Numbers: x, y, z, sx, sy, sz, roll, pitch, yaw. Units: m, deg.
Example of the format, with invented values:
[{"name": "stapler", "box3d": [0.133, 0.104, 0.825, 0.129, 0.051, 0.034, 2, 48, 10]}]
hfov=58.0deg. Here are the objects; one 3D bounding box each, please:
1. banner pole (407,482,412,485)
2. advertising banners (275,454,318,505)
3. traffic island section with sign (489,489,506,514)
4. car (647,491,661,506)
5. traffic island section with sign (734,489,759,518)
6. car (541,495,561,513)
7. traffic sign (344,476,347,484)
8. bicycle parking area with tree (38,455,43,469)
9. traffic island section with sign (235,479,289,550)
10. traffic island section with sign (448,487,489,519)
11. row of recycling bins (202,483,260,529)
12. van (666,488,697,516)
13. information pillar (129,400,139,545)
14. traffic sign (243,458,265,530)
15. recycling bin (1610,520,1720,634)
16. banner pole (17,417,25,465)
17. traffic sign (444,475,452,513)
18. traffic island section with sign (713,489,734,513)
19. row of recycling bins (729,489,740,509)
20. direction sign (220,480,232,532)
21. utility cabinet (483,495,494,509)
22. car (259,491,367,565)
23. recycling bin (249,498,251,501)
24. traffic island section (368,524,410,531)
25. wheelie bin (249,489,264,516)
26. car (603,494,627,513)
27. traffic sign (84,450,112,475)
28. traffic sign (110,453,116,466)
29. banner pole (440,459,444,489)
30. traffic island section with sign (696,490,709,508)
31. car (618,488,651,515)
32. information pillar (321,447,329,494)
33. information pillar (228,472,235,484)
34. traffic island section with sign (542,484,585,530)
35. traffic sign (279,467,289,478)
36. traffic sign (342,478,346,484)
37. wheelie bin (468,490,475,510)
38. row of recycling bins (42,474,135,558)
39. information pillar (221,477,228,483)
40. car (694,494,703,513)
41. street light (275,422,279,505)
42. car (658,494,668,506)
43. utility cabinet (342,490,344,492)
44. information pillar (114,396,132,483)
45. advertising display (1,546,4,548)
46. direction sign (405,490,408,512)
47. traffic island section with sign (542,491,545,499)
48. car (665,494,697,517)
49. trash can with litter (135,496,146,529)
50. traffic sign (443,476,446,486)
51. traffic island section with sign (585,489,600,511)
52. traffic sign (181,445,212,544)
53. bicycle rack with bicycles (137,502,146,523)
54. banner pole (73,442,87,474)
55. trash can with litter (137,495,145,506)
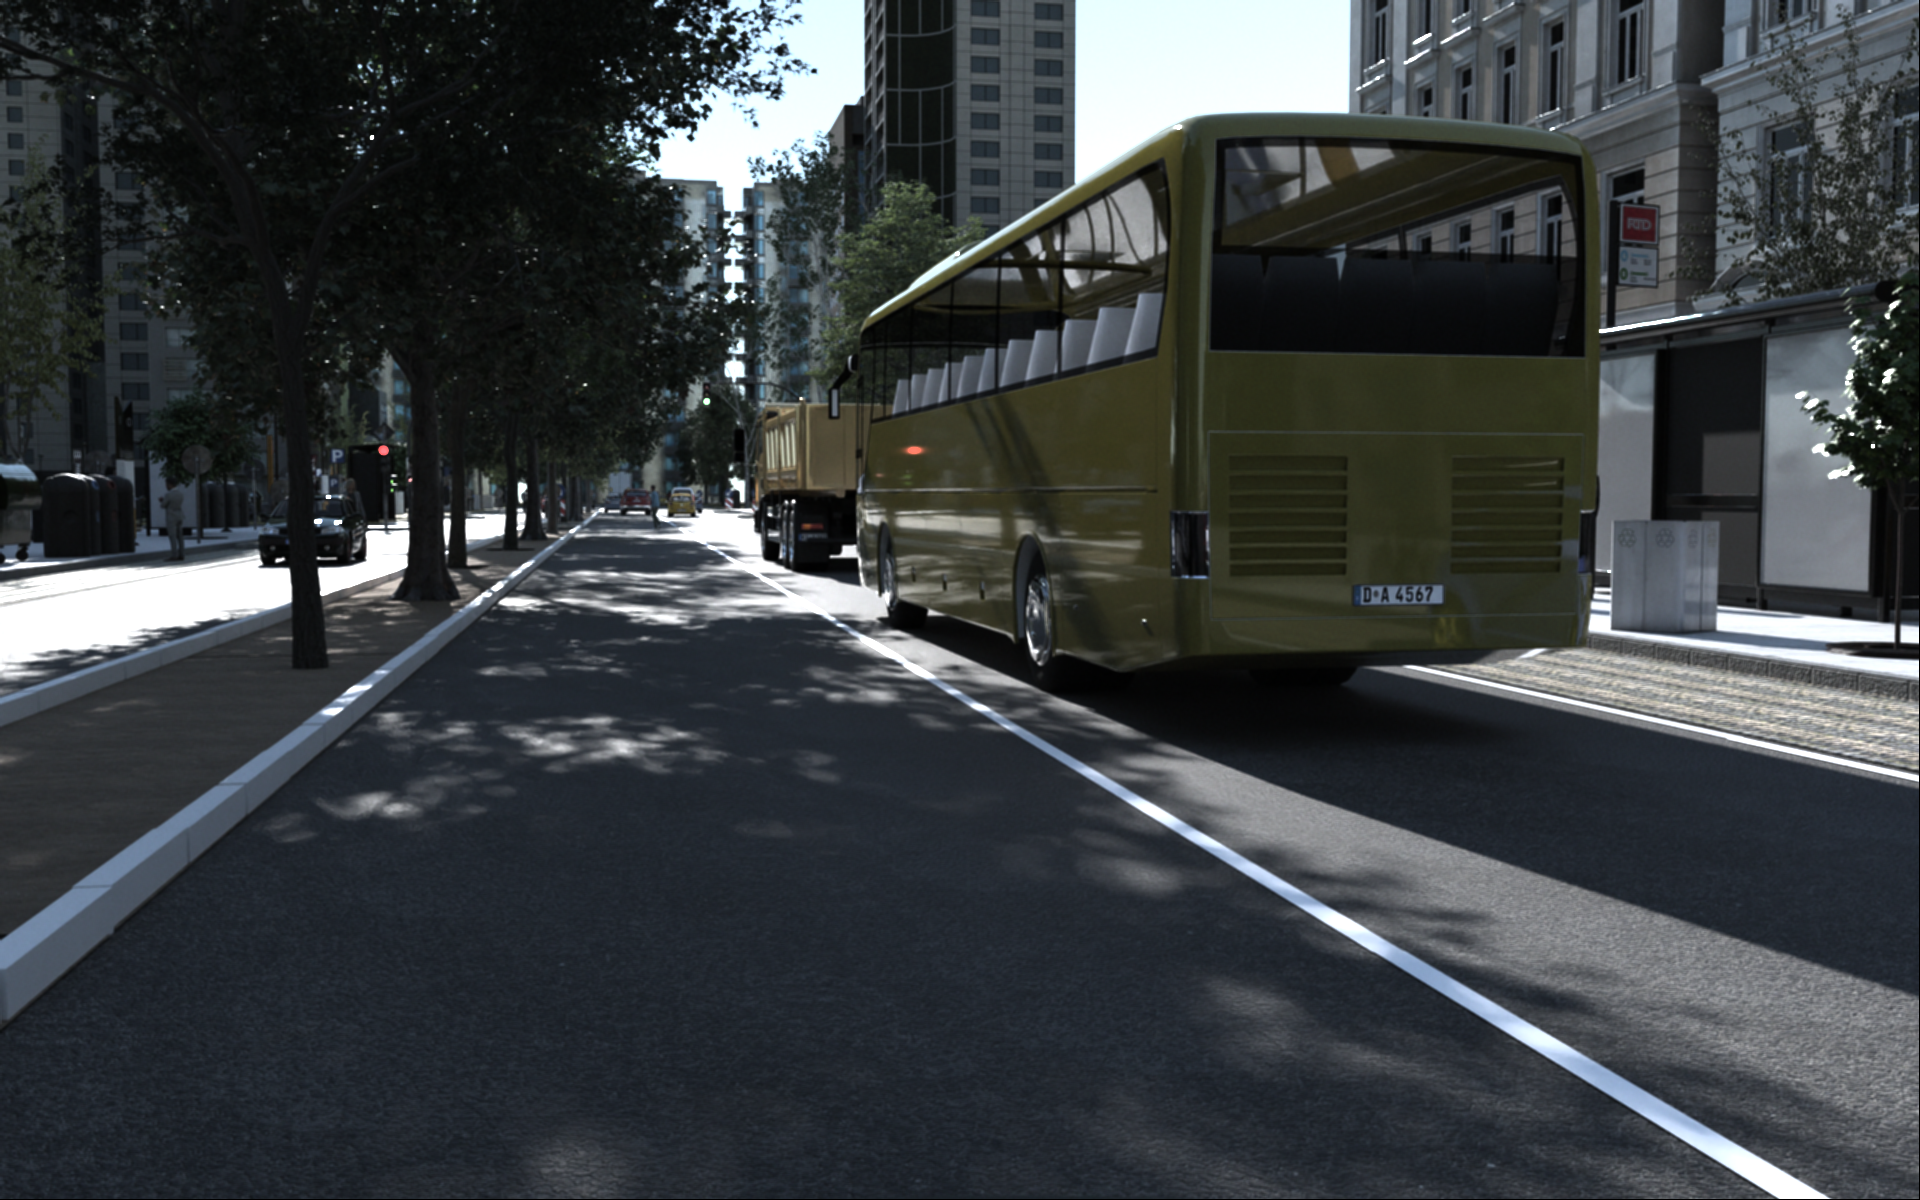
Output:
[{"name": "banner pole", "box3d": [-37.963, -7.939, 119.819, 0.863, 3.779, 0.401, 2, 4, 30]}, {"name": "advertising banners", "box3d": [-29.105, -4.877, 75.920, 0.090, 3.025, 2.074, 3, 5, 42]}, {"name": "traffic island section with sign", "box3d": [-33.590, -7.201, 126.360, 1.989, 1.847, 2.006, -1, 4, -11]}, {"name": "car", "box3d": [-38.594, -12.781, 217.636, 2.281, 1.827, 5.304, -1, 4, -10]}, {"name": "traffic island section with sign", "box3d": [-12.228, -5.778, 103.090, 1.989, 1.847, 2.006, -1, 4, -11]}, {"name": "car", "box3d": [-31.355, -7.625, 133.714, 2.155, 1.783, 4.494, -1, 4, -11]}, {"name": "traffic sign", "box3d": [-35.319, -6.050, 100.100, 0.795, 2.450, 0.064, 0, 4, -4]}, {"name": "bicycle parking area with tree", "box3d": [-65.735, -8.711, 129.430, 8.231, 4.147, 9.016, -1, 4, -23]}, {"name": "traffic island section with sign", "box3d": [-17.811, -2.255, 45.497, 1.989, 1.847, 2.006, -1, 4, -11]}, {"name": "traffic island section with sign", "box3d": [-28.438, -5.582, 99.900, 1.989, 1.847, 2.006, -1, 4, -11]}, {"name": "row of recycling bins", "box3d": [-28.173, -3.591, 65.818, 1.069, 1.692, 3.534, 1, 4, 9]}, {"name": "van", "box3d": [-18.159, -6.494, 113.195, 2.013, 2.044, 4.112, -1, 4, -10]}, {"name": "information pillar", "box3d": [-20.685, -3.160, 43.020, 0.183, 3.616, 0.504, 1, 4, 9]}, {"name": "traffic sign", "box3d": [-25.260, -3.786, 61.999, 0.768, 2.556, 0.104, 0, 4, -4]}, {"name": "recycling bin", "box3d": [6.624, -0.228, 16.287, 0.722, 1.027, 0.722, -3, 5, -40]}, {"name": "banner pole", "box3d": [-28.201, -3.796, 52.076, 0.401, 3.779, 0.863, -1, 4, -16]}, {"name": "traffic sign", "box3d": [-33.663, -6.993, 114.448, 0.768, 2.556, 0.104, 0, 4, -6]}, {"name": "traffic island section with sign", "box3d": [-17.517, -7.433, 130.163, 1.989, 1.847, 2.006, -1, 4, -11]}, {"name": "row of recycling bins", "box3d": [-19.695, -8.831, 151.504, 1.069, 1.692, 3.534, -1, 4, -10]}, {"name": "direction sign", "box3d": [-24.905, -4.079, 58.696, 0.876, 3.537, 0.379, 1, 4, 23]}, {"name": "utility cabinet", "box3d": [-40.188, -8.339, 147.511, 1.020, 1.237, 0.306, 2, 4, 28]}, {"name": "car", "box3d": [-13.622, -1.638, 36.567, 2.009, 1.686, 4.222, -1, 4, -12]}, {"name": "recycling bin", "box3d": [-47.723, -6.408, 117.332, 0.722, 1.027, 0.722, -2, 4, -29]}, {"name": "traffic island section", "box3d": [-22.503, -2.787, 67.851, 2.009, 0.180, 2.903, -1, 4, -11]}, {"name": "wheelie bin", "box3d": [-41.081, -5.702, 101.134, 0.693, 1.594, 0.980, -1, 4, -13]}, {"name": "car", "box3d": [-26.729, -7.489, 134.448, 2.014, 1.417, 4.499, -1, 4, -10]}, {"name": "traffic sign", "box3d": [-25.002, -3.068, 50.261, 0.768, 2.556, 0.104, -1, 4, -10]}, {"name": "traffic sign", "box3d": [-26.153, -3.287, 53.849, 0.768, 2.556, 0.104, 0, 4, -1]}, {"name": "banner pole", "box3d": [-35.946, -7.873, 118.743, 0.401, 3.779, 0.863, -3, 5, -41]}, {"name": "traffic island section with sign", "box3d": [-27.009, -10.408, 178.792, 1.989, 1.847, 2.006, -1, 4, -11]}, {"name": "car", "box3d": [-22.331, -6.759, 119.180, 2.281, 1.827, 5.304, -1, 4, -13]}, {"name": "information pillar", "box3d": [-27.945, -5.190, 76.218, 0.183, 3.616, 0.504, 0, 4, 8]}, {"name": "information pillar", "box3d": [-50.223, -7.830, 119.370, 0.504, 3.616, 0.183, 0, 4, 2]}, {"name": "traffic island section with sign", "box3d": [-17.735, -4.185, 76.564, 2.006, 1.907, 1.989, -1, 4, -11]}, {"name": "traffic sign", "box3d": [-30.954, -4.874, 79.794, 0.768, 2.556, 0.104, -1, 4, -9]}, {"name": "traffic sign", "box3d": [-34.930, -5.884, 97.385, 0.795, 2.450, 0.064, 0, 4, -5]}, {"name": "wheelie bin", "box3d": [-38.854, -7.902, 137.101, 0.980, 1.594, 0.693, 0, 4, -1]}, {"name": "row of recycling bins", "box3d": [-18.394, -1.800, 36.538, 1.069, 1.692, 3.534, 0, 4, -7]}, {"name": "information pillar", "box3d": [-47.415, -7.333, 111.248, 0.183, 3.616, 0.504, -2, 4, -35]}, {"name": "car", "box3d": [-20.589, -7.348, 132.149, 2.014, 1.417, 4.499, -1, 4, -11]}, {"name": "street light", "box3d": [-22.377, -5.130, 56.670, 0.468, 5.910, 1.993, -1, 4, -11]}, {"name": "car", "box3d": [-34.442, -11.598, 199.843, 2.015, 1.641, 3.980, -1, 4, -12]}, {"name": "utility cabinet", "box3d": [-28.227, -4.271, 78.513, 0.318, 1.500, 1.173, 0, 4, -2]}, {"name": "information pillar", "box3d": [-20.214, -3.080, 41.711, 0.183, 3.616, 0.504, -1, 4, -12]}, {"name": "advertising display", "box3d": [-23.173, -2.196, 41.116, 0.974, 1.923, 0.123, 0, 4, 3]}, {"name": "direction sign", "box3d": [-38.861, -7.913, 121.382, 0.876, 3.537, 0.379, 2, 4, 34]}, {"name": "traffic island section with sign", "box3d": [-48.588, -11.896, 203.121, 1.989, 1.847, 2.006, -1, 4, -11]}, {"name": "car", "box3d": [-17.402, -5.989, 108.141, 2.015, 1.641, 3.980, -1, 4, -9]}, {"name": "trash can with litter", "box3d": [-30.636, -3.202, 63.406, 1.678, 1.210, 2.233, 2, 4, 28]}, {"name": "traffic sign", "box3d": [-36.490, -7.456, 122.003, 0.768, 2.556, 0.104, 0, 4, -1]}, {"name": "traffic island section with sign", "box3d": [-32.138, -8.696, 150.315, 2.006, 1.907, 1.989, -1, 4, -11]}, {"name": "traffic sign", "box3d": [-19.729, -2.734, 44.813, 0.768, 2.556, 0.104, 0, 4, -8]}, {"name": "bicycle rack with bicycles", "box3d": [-37.377, -3.934, 77.701, 2.925, 0.926, 2.852, 1, 4, 14]}, {"name": "banner pole", "box3d": [-42.661, -5.754, 84.101, 0.863, 3.779, 0.401, 0, 4, 7]}, {"name": "trash can with litter", "box3d": [-64.556, -7.633, 136.183, 0.624, 1.170, 1.055, 2, 4, 26]}]
